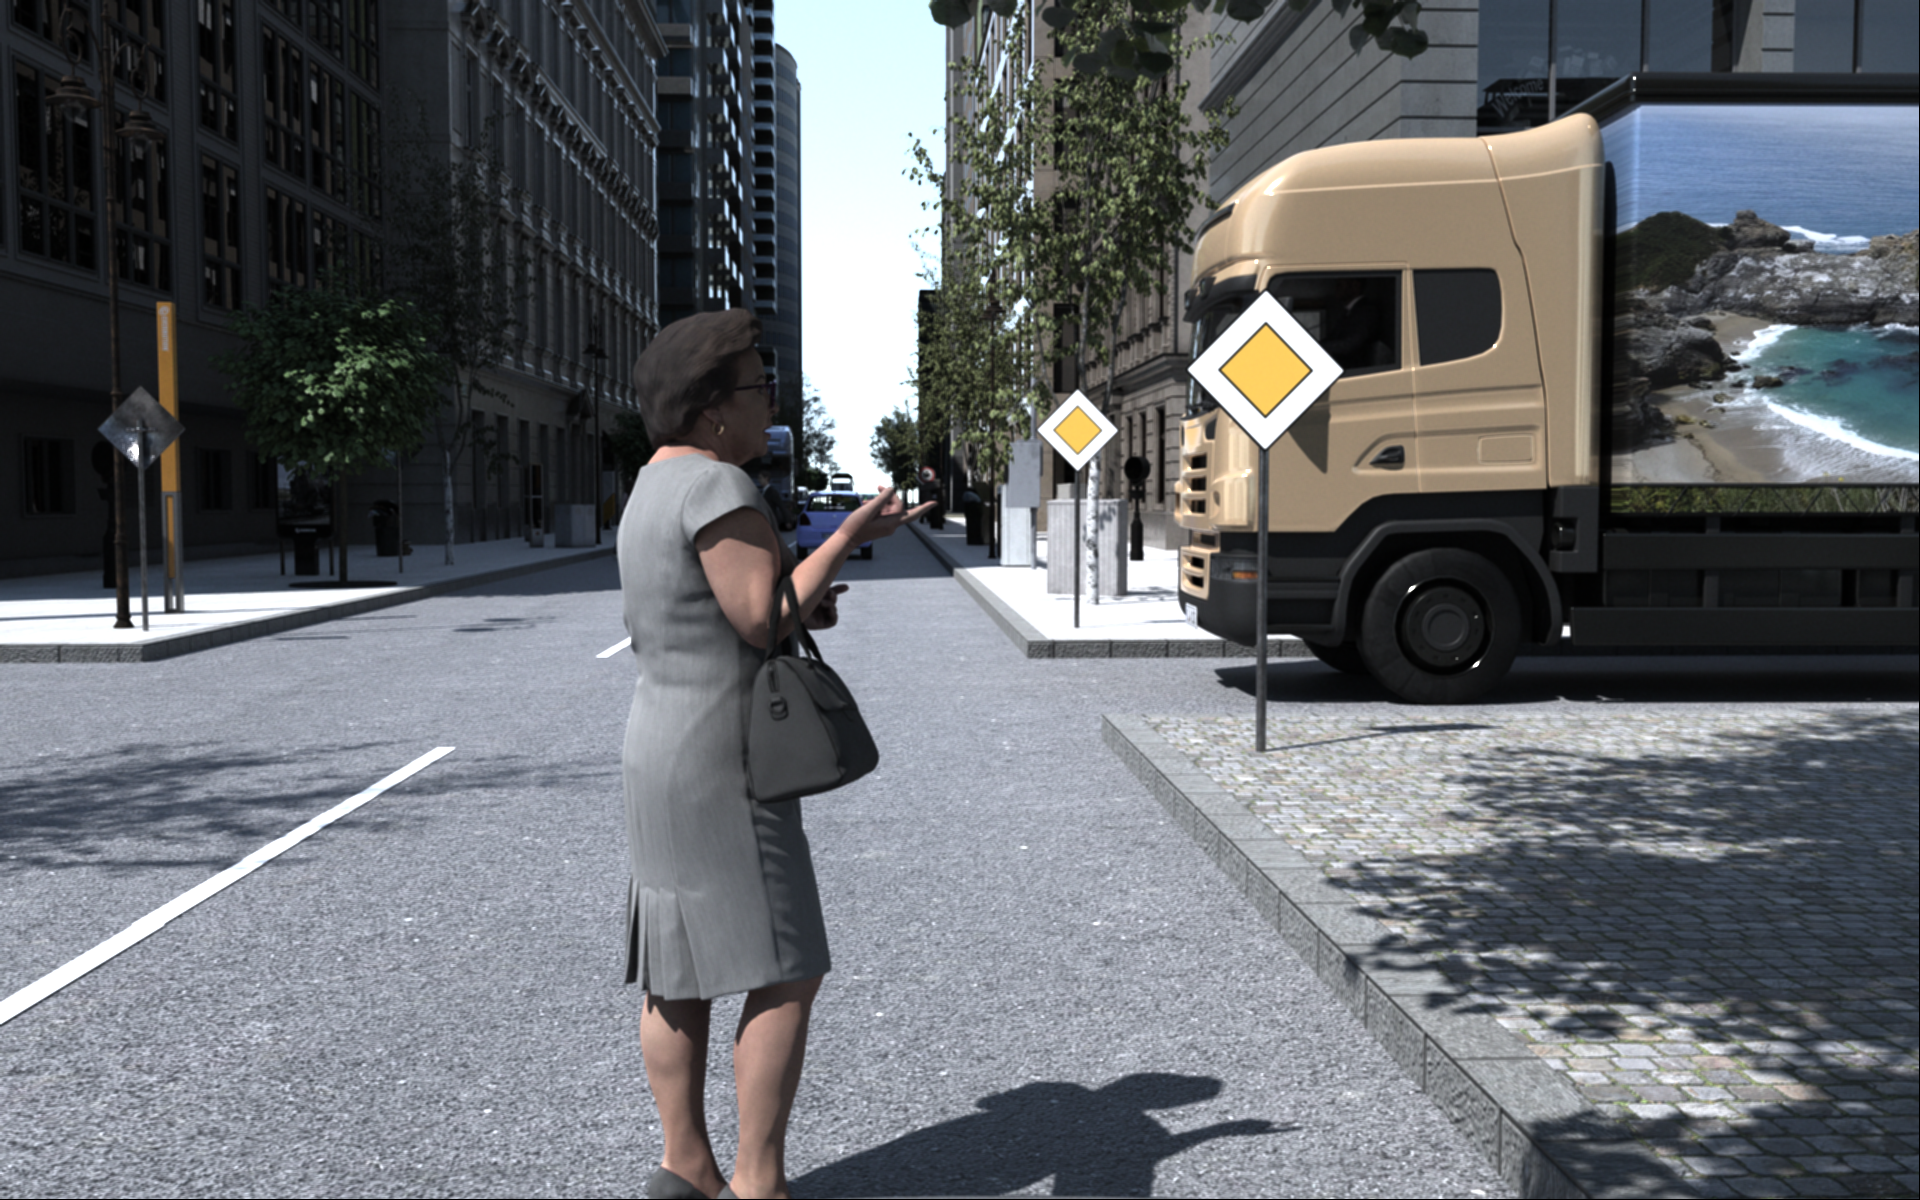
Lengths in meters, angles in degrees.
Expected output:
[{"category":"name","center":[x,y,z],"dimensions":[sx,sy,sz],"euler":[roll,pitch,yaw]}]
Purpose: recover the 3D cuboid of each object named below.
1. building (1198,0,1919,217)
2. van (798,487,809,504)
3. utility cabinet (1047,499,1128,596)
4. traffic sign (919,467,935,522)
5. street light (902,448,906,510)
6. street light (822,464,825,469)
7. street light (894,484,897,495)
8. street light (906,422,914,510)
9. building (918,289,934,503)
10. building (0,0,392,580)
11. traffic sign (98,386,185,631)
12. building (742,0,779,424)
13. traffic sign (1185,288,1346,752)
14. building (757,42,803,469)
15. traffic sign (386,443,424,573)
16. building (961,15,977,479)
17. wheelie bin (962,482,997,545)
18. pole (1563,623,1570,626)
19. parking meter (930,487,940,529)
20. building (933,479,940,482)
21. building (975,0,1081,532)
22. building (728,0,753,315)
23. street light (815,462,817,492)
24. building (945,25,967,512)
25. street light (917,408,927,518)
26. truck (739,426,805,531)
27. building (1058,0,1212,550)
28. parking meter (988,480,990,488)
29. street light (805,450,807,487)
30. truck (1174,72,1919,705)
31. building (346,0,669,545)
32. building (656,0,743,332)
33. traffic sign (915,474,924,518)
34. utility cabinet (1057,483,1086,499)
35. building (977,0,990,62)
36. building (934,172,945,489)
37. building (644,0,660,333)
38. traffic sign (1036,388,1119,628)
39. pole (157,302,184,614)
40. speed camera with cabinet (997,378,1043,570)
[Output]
[{"category":"building","center":[19.235,-15.095,24.293],"dimensions":[29.804,29.767,11.434],"euler":[0,4,-3]},{"category":"van","center":[-9.205,-5.506,97.029],"dimensions":[2.013,2.044,4.112],"euler":[0,4,-3]},{"category":"utility cabinet","center":[1.611,-0.664,22.020],"dimensions":[1.020,1.237,0.306],"euler":[2,4,31]},{"category":"traffic sign","center":[-1.527,-4.899,80.205],"dimensions":[0.768,2.556,0.104],"euler":[0,4,4]},{"category":"street light","center":[-4.332,-10.215,139.809],"dimensions":[0.468,5.910,1.993],"euler":[0,4,-3]},{"category":"street light","center":[-18.359,-15.891,232.611],"dimensions":[0.468,5.910,1.993],"euler":[0,4,-3]},{"category":"street light","center":[-6.899,-13.576,194.751],"dimensions":[0.468,5.910,1.993],"euler":[0,4,-3]},{"category":"street light","center":[-3.024,-8.456,111.046],"dimensions":[0.468,5.910,1.993],"euler":[0,4,-3]},{"category":"building","center":[1.069,-28.915,244.458],"dimensions":[14.160,30.474,14.107],"euler":[0,4,-3]},{"category":"building","center":[-19.915,-14.432,29.469],"dimensions":[14.314,27.812,24.014],"euler":[0,4,-3]},{"category":"traffic sign","center":[-7.619,-0.765,16.147],"dimensions":[0.795,2.450,0.064],"euler":[0,4,-3]},{"category":"building","center":[-30.261,-53.730,191.161],"dimensions":[22.319,86.520,31.000],"euler":[0,4,-3]},{"category":"traffic sign","center":[1.495,-0.301,8.563],"dimensions":[0.795,2.450,0.064],"euler":[0,4,-3]},{"category":"building","center":[-31.395,-41.606,222.252],"dimensions":[21.231,58.520,28.212],"euler":[0,4,-3]},{"category":"traffic sign","center":[-9.062,-1.641,28.020],"dimensions":[0.795,2.450,0.064],"euler":[0,4,3]},{"category":"building","center":[7.468,-28.454,115.338],"dimensions":[14.600,45.320,14.200],"euler":[0,4,-3]},{"category":"wheelie bin","center":[0.472,-2.188,43.682],"dimensions":[0.693,1.594,0.980],"euler":[2,4,33]},{"category":"pole","center":[5.944,-1.402,16.774],"dimensions":[0.158,3.312,0.155],"euler":[0,3,0]},{"category":"parking meter","center":[-0.922,-3.417,64.285],"dimensions":[0.372,1.533,0.369],"euler":[0,3,0]},{"category":"building","center":[11.936,-32.646,225.638],"dimensions":[32.217,40.220,23.993],"euler":[0,4,-3]},{"category":"building","center":[11.226,-16.546,75.037],"dimensions":[19.350,26.468,34.151],"euler":[0,4,-3]},{"category":"building","center":[-25.588,-30.675,151.651],"dimensions":[14.600,45.320,14.200],"euler":[0,4,-3]},{"category":"street light","center":[-16.960,-14.157,204.254],"dimensions":[0.468,5.910,1.993],"euler":[0,4,-3]},{"category":"building","center":[9.322,-36.343,136.213],"dimensions":[21.231,58.520,28.212],"euler":[0,4,-3]},{"category":"street light","center":[-2.002,-7.244,91.235],"dimensions":[0.468,5.910,1.993],"euler":[0,4,-3]},{"category":"truck","center":[-8.093,-5.161,74.139],"dimensions":[2.967,4.110,18.799],"euler":[0,4,-3]},{"category":"building","center":[8.961,-11.224,48.139],"dimensions":[10.561,19.102,19.286],"euler":[0,4,-3]},{"category":"parking meter","center":[1.309,-4.092,72.609],"dimensions":[0.255,1.863,0.399],"euler":[0,4,3]},{"category":"street light","center":[-15.640,-12.471,176.691],"dimensions":[0.468,5.910,1.993],"euler":[0,4,-3]},{"category":"truck","center":[6.662,-1.460,12.792],"dimensions":[11.283,4.237,2.839],"euler":[0,4,-1]},{"category":"building","center":[-21.584,-17.582,63.885],"dimensions":[17.030,29.872,44.131],"euler":[0,4,-3]},{"category":"building","center":[-28.019,-31.162,129.111],"dimensions":[23.786,49.044,30.456],"euler":[0,4,-3]},{"category":"traffic sign","center":[-1.703,-4.860,80.652],"dimensions":[0.795,2.450,0.064],"euler":[0,4,1]},{"category":"utility cabinet","center":[2.281,-1.644,35.560],"dimensions":[0.318,1.500,1.173],"euler":[1,4,20]},{"category":"building","center":[7.903,-25.551,101.351],"dimensions":[14.154,41.232,14.086],"euler":[0,4,-3]},{"category":"building","center":[5.223,-23.628,158.019],"dimensions":[14.160,30.474,14.107],"euler":[0,4,-3]},{"category":"building","center":[-30.884,-25.086,102.041],"dimensions":[32.217,40.220,23.993],"euler":[0,4,-3]},{"category":"traffic sign","center":[1.117,-0.789,16.539],"dimensions":[0.795,2.450,0.064],"euler":[0,4,-3]},{"category":"pole","center":[-8.447,-1.510,18.528],"dimensions":[0.158,3.312,0.155],"euler":[0,3,0]},{"category":"speed camera with cabinet","center":[1.015,-2.192,30.182],"dimensions":[0.660,3.252,2.038],"euler":[0,4,-4]}]
